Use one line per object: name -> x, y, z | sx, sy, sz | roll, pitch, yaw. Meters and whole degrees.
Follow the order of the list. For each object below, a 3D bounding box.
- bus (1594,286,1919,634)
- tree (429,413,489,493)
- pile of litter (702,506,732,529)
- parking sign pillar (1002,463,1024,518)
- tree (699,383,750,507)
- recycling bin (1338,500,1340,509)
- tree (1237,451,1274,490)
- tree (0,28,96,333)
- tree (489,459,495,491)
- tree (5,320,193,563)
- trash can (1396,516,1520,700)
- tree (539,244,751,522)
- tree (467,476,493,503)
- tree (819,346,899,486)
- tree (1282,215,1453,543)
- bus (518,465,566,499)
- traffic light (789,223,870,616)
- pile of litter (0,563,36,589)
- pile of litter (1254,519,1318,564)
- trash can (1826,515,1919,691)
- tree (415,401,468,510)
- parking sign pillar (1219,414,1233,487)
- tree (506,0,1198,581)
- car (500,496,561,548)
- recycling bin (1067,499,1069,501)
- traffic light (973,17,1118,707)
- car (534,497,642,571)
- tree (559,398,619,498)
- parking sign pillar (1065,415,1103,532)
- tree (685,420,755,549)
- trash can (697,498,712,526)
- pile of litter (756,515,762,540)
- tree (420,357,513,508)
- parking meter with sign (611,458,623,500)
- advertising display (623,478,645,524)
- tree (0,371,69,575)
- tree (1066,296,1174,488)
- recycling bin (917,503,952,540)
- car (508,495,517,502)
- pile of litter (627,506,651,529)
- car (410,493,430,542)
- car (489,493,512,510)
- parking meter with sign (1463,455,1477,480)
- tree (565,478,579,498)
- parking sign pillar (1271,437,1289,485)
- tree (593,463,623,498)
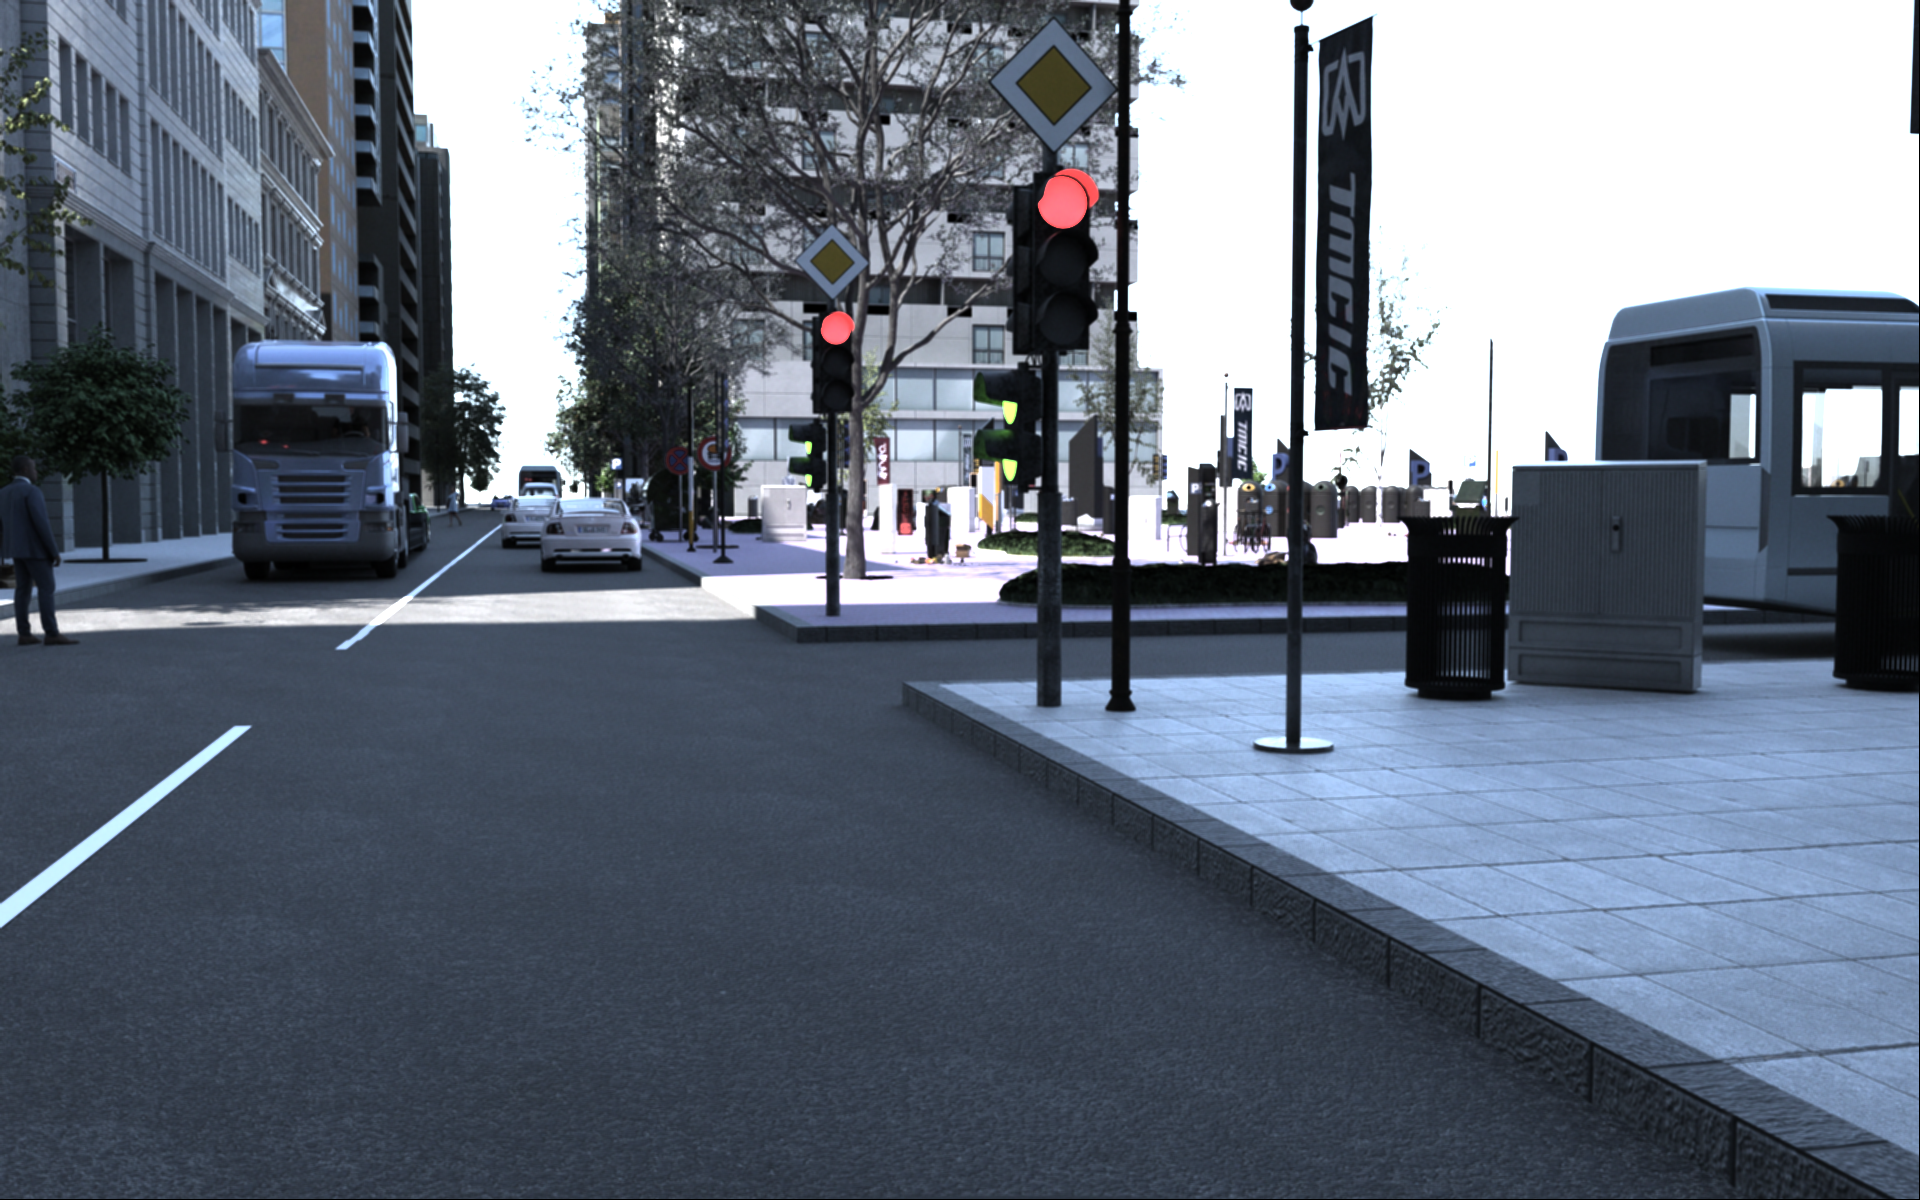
bus -> 13.103, -1.403, 17.792 | 13.247, 3.499, 2.948 | -1, 4, -14
tree -> -44.011, -12.273, 151.018 | 4.737, 8.622, 4.395 | 0, 3, 0
pile of litter -> -8.876, -3.070, 64.161 | 1.176, 0.858, 1.719 | 3, 5, 41
parking sign pillar -> 2.869, -6.464, 94.161 | 1.447, 3.967, 1.447 | -3, 5, -42
tree -> -12.747, -8.379, 87.365 | 4.360, 8.622, 3.978 | 0, 3, 0
recycling bin -> 17.016, -4.086, 79.364 | 0.722, 1.027, 0.722 | -2, 4, -34
tree -> 13.200, -5.090, 77.820 | 1.663, 3.219, 1.824 | 0, 3, 0
tree -> -12.507, -4.253, 19.897 | 4.737, 8.622, 4.395 | 0, 3, 0
tree -> -59.056, -16.056, 212.878 | 4.737, 8.622, 4.395 | 0, 3, 0
tree -> -16.303, -2.998, 32.729 | 4.285, 4.588, 4.351 | 0, 3, 0
trash can -> 3.142, 0.042, 10.972 | 0.748, 1.137, 0.748 | 0, 3, 0
tree -> -14.237, -9.872, 78.422 | 9.611, 12.733, 9.660 | 0, 3, 0
tree -> -67.369, -15.879, 243.328 | 4.285, 4.588, 4.351 | 0, 3, 0
tree -> -4.966, -8.338, 86.696 | 4.737, 8.622, 4.395 | 0, 3, 0
tree -> 10.930, -5.836, 45.788 | 4.360, 8.622, 3.978 | 0, 3, 0
bus -> -27.663, -7.319, 114.527 | 2.948, 3.499, 13.247 | -1, 4, -12
traffic light -> -1.357, -1.787, 18.146 | 0.839, 4.253, 0.868 | -1, 4, -14
pile of litter -> -13.296, -0.618, 24.067 | 1.176, 0.858, 1.719 | 0, 4, -7
pile of litter -> 5.615, -0.979, 29.972 | 1.176, 0.858, 1.719 | 3, 4, 38
trash can -> 6.128, 0.013, 11.449 | 0.748, 1.137, 0.748 | 0, 3, 0
tree -> -40.847, -11.438, 137.378 | 4.360, 8.622, 3.978 | 0, 3, 0
parking sign pillar -> 9.099, -4.324, 59.163 | 1.447, 3.967, 1.447 | 1, 4, 12
tree -> -1.475, -7.062, 25.830 | 12.009, 13.543, 11.850 | 0, 3, 0
car -> -11.535, -2.145, 47.428 | 2.083, 1.381, 4.827 | -1, 4, -12
recycling bin -> 5.390, -4.508, 86.261 | 0.722, 1.027, 0.722 | -3, 4, -39
traffic light -> 0.521, -1.313, 10.384 | 0.839, 4.253, 0.868 | -1, 4, -14
car -> -7.189, -1.300, 33.614 | 2.083, 1.381, 4.827 | -1, 4, -13
tree -> -26.921, -10.739, 125.938 | 4.360, 8.622, 3.978 | 0, 3, 0
parking sign pillar -> 4.319, -4.339, 59.412 | 1.447, 3.967, 1.447 | -3, 4, -38
tree -> -5.675, -2.855, 41.280 | 1.663, 3.219, 1.824 | 0, 3, 0
trash can -> -10.354, -3.570, 70.023 | 0.748, 1.137, 0.748 | 0, 3, 0
pile of litter -> -5.127, -2.122, 48.654 | 1.176, 0.858, 1.719 | -1, 4, -13
tree -> -46.332, -15.521, 160.420 | 9.857, 13.997, 8.962 | 0, 3, 0
parking meter with sign -> -16.721, -5.437, 85.148 | 0.543, 3.016, 1.738 | 0, 4, -1
advertising display -> -12.752, -3.827, 67.788 | 0.123, 1.923, 0.974 | 3, 5, 42
tree -> -15.042, -1.989, 27.116 | 1.663, 3.219, 1.824 | 0, 3, 0
tree -> 5.984, -6.947, 63.944 | 4.360, 8.622, 3.978 | 0, 3, 0
recycling bin -> -0.723, -2.209, 48.663 | 0.722, 1.027, 0.722 | 3, 5, 43
car -> -60.347, -13.416, 231.711 | 2.083, 1.381, 4.827 | -1, 4, -12
pile of litter -> -11.958, -3.060, 64.000 | 1.176, 0.858, 1.719 | -1, 4, -18
car -> -16.327, -2.508, 49.802 | 1.959, 1.807, 4.718 | -1, 4, -12
car -> -40.550, -8.772, 153.007 | 1.945, 1.707, 3.694 | -1, 4, -14
parking meter with sign -> 22.760, -4.955, 77.268 | 0.543, 3.016, 1.738 | 1, 4, 18
tree -> -43.149, -12.188, 193.872 | 1.663, 3.219, 1.824 | 0, 3, 0
parking sign pillar -> 15.267, -5.710, 81.823 | 1.447, 3.967, 1.447 | -2, 4, -26
tree -> -19.407, -6.207, 96.091 | 1.663, 3.219, 1.824 | 0, 3, 0
